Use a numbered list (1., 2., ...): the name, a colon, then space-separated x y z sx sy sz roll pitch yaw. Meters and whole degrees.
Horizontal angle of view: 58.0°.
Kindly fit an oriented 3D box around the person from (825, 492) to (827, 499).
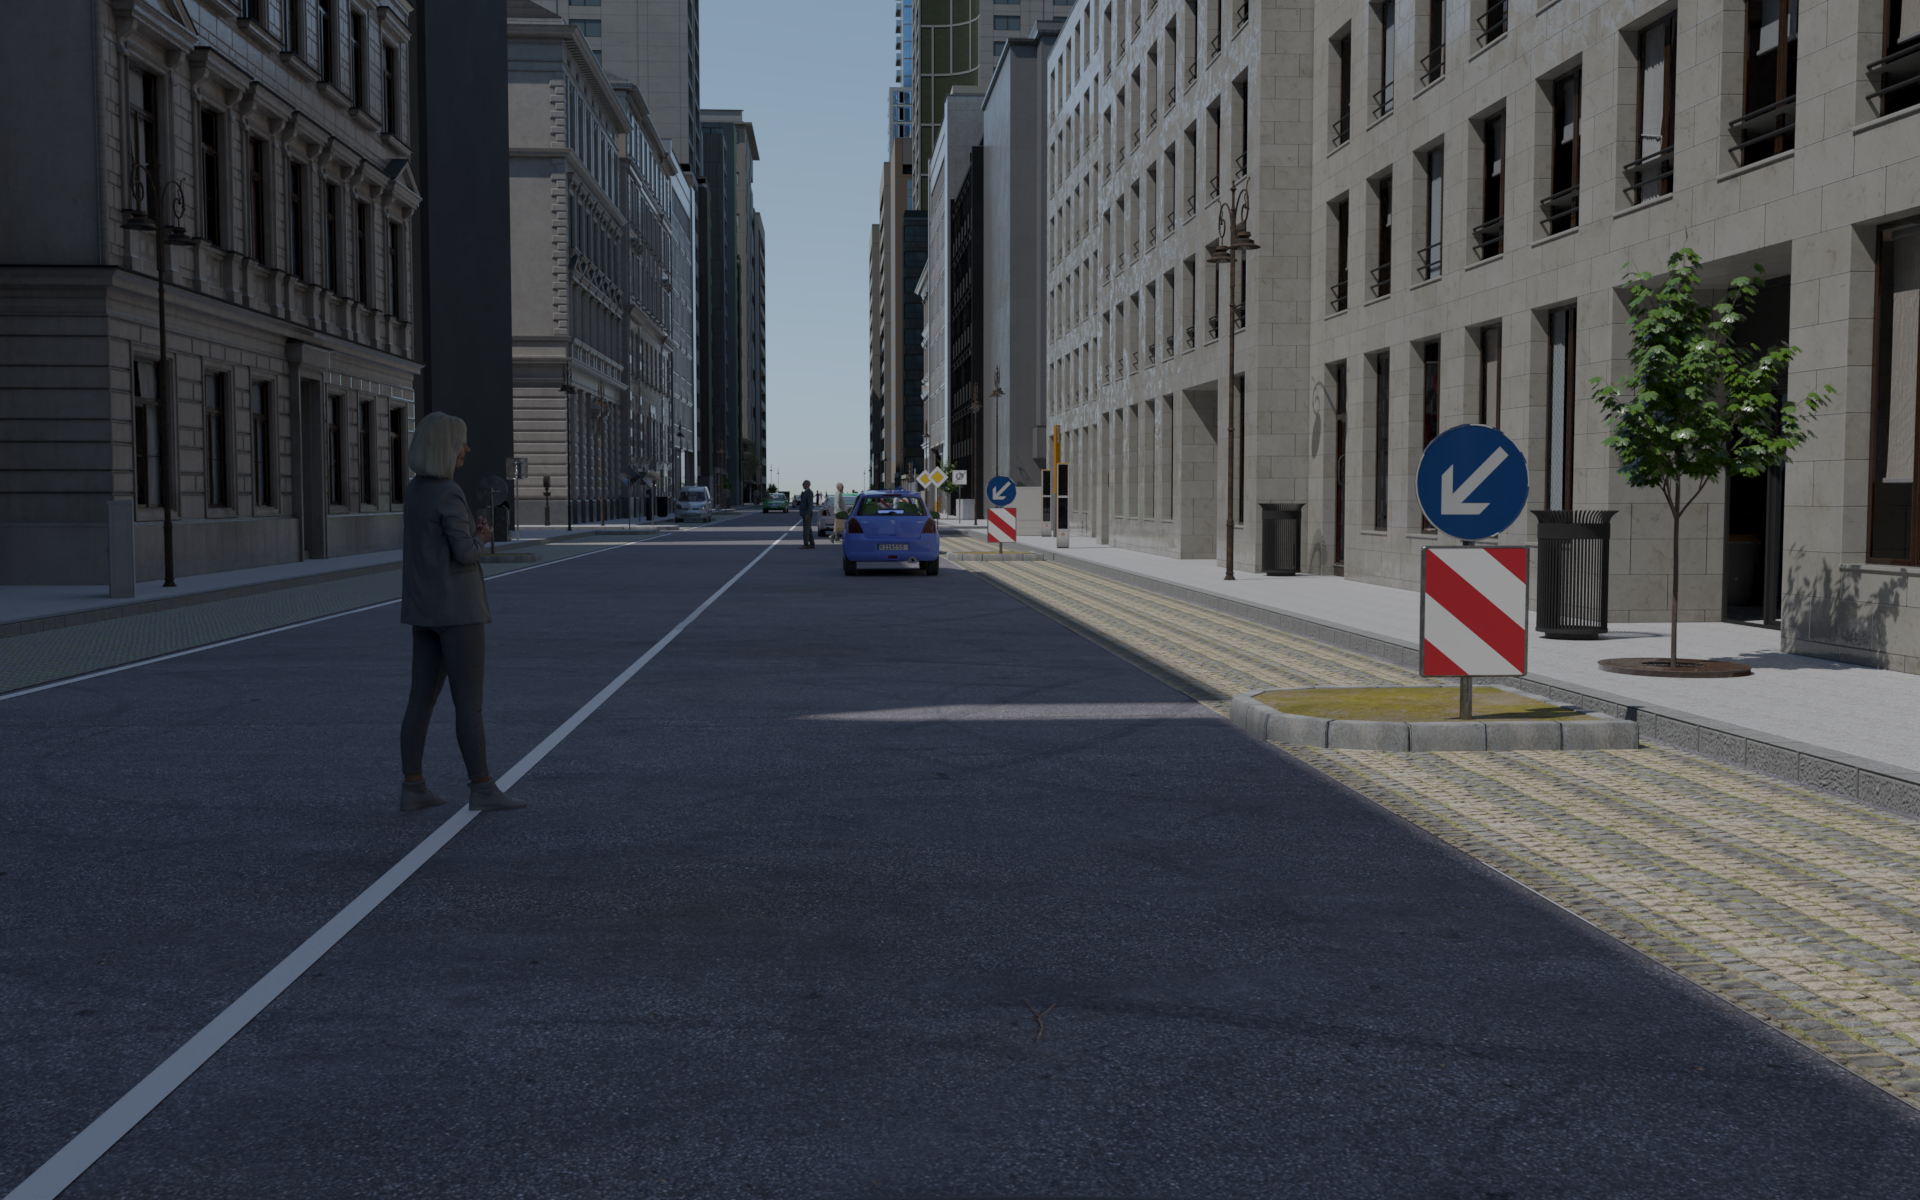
1. person: -19.616 -15.000 253.834 0.705 1.814 1.350 -1 4 -20

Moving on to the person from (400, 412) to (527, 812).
1. person: -2.320 0.046 7.939 0.526 1.800 0.537 -2 4 -32

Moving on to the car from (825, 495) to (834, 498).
1. car: -16.004 -12.545 217.467 2.083 1.381 4.827 0 4 -6

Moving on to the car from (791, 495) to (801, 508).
1. car: -16.864 -10.497 183.981 2.083 1.381 4.827 0 4 -4

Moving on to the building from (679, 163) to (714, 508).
1. building: -29.073 -23.163 150.414 14.160 30.474 14.107 0 4 -4

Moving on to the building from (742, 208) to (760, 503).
1. building: -37.620 -37.449 262.401 14.600 45.320 14.200 0 4 -4

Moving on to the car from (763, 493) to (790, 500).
1. car: -14.340 -7.717 135.210 2.155 1.783 4.494 0 4 -6

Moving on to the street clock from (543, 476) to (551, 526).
1. street clock: -16.631 -3.987 69.750 0.358 2.002 0.471 0 4 -5

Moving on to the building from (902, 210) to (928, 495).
1. building: 1.004 -24.877 178.441 14.160 30.474 14.107 0 4 -4

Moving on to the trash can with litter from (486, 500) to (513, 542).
1. trash can with litter: -12.423 -2.162 46.728 0.624 1.170 1.055 0 4 -5

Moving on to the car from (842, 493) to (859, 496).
1. car: -4.708 -4.142 76.517 1.959 1.807 4.718 0 4 -5

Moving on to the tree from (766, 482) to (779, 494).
1. tree: -29.506 -17.099 274.176 1.663 3.219 1.824 0 3 0

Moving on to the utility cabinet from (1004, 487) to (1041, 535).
1. utility cabinet: 1.951 -2.717 53.105 1.173 1.500 0.318 1 4 13

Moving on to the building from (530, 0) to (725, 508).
1. building: -33.328 -44.525 166.230 20.563 71.187 20.611 0 4 -4

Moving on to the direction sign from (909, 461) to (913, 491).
1. direction sign: -3.420 -7.864 120.568 0.379 3.537 0.876 -1 4 -21

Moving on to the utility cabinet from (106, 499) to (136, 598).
1. utility cabinet: -10.535 -0.647 21.743 0.306 1.237 1.020 -2 4 -25

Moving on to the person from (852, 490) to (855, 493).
1. person: -9.168 -8.626 149.532 0.705 1.824 1.348 -2 4 -25

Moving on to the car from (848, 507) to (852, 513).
1. car: -1.762 -1.981 41.983 1.945 1.707 3.694 0 4 -3

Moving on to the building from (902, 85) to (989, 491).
1. building: 10.841 -28.578 159.131 32.217 40.220 23.993 0 4 -4

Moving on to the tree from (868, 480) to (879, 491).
1. tree: -12.348 -15.382 246.099 1.663 3.219 1.824 0 3 0

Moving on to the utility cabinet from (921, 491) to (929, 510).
1. utility cabinet: -2.336 -6.491 114.800 0.318 1.500 1.173 1 4 13

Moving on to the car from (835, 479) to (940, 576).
1. car: -1.306 -1.353 31.712 1.945 1.707 3.694 0 4 -5

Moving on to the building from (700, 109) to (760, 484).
1. building: -42.544 -39.836 240.559 28.713 52.752 27.495 0 4 -4

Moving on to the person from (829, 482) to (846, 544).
1. person: -3.506 -2.489 49.679 0.515 1.767 0.782 0 4 -4

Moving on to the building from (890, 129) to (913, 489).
1. building: -1.332 -34.441 213.215 14.600 45.320 14.200 0 4 -4

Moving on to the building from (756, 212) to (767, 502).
1. building: -42.482 -40.135 279.910 21.300 48.544 21.600 0 4 -4

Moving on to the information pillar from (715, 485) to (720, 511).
1. information pillar: -18.791 -7.927 134.101 0.304 2.012 0.304 -1 4 -20

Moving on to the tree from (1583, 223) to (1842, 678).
1. tree: 5.060 -1.088 12.388 1.663 3.219 1.824 0 3 0

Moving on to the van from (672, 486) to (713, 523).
1. van: -13.432 -4.906 87.216 2.013 2.044 4.112 0 4 -5

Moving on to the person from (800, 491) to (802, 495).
1. person: -21.207 -13.666 232.070 1.348 1.807 0.705 -2 4 -32

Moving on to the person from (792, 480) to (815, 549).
1. person: -4.087 -2.246 45.397 0.590 1.801 0.661 -1 4 -17

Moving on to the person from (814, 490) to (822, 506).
1. person: -14.465 -10.224 175.643 1.348 1.826 0.705 3 5 39

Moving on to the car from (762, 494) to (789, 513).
1. car: -13.885 -7.442 130.470 1.959 1.807 4.718 0 4 -2

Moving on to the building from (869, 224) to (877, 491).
1. building: -4.425 -40.946 293.172 21.300 48.544 21.600 0 4 -4

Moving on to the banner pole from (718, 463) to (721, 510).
1. banner pole: -19.373 -9.149 139.606 0.401 3.779 0.863 1 4 12

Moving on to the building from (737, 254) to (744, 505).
1. building: -32.533 -26.190 199.903 14.160 30.474 14.107 0 4 -4

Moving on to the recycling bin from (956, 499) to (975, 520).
1. recycling bin: 0.276 -4.436 85.085 0.722 1.027 0.722 -2 4 -25

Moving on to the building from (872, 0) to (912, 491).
1. building: -2.055 -58.288 265.673 22.319 86.520 31.000 0 4 -4

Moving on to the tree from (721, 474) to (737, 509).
1. tree: -20.724 -9.663 152.584 1.663 3.219 1.824 0 3 0

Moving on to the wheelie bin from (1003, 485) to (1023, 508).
1. wheelie bin: 1.884 -3.142 59.273 0.980 1.594 0.693 -1 4 -21

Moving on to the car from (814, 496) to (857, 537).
1. car: -3.992 -2.900 59.771 2.083 1.381 4.827 0 4 -5

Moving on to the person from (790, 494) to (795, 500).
1. person: -18.219 -10.952 190.782 0.991 1.433 0.599 0 4 6

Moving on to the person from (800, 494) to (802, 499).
1. person: -15.611 -9.743 171.059 0.557 1.426 1.065 -1 4 -19

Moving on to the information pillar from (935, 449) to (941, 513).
1. information pillar: -1.139 -6.038 90.075 0.183 3.616 0.504 2 4 27

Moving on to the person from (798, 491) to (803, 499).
1. person: -15.947 -10.103 174.479 0.721 1.735 1.217 -3 4 -36

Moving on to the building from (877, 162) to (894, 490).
1. building: -0.193 -37.734 240.646 21.300 48.544 21.600 0 4 -4

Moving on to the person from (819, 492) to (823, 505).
1. person: -18.695 -13.650 232.342 0.551 1.740 0.621 -2 4 -34

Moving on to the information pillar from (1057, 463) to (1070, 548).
1. information pillar: 2.436 -2.230 40.950 0.304 2.012 0.304 0 4 3

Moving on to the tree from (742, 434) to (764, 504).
1. tree: -25.908 -16.080 213.268 4.360 8.622 3.978 0 3 0

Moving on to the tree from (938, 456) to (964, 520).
1. tree: -0.489 -5.667 87.262 1.663 3.219 1.824 0 3 0

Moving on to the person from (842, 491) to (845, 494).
1. person: -12.567 -10.771 184.478 0.709 1.838 0.599 1 4 14

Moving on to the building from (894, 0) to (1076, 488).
1. building: 3.134 -46.274 194.834 20.563 71.187 20.611 0 4 -4

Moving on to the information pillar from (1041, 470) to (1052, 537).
1. information pillar: 2.594 -2.905 51.995 0.304 2.012 0.304 0 4 -1

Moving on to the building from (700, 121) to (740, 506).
1. building: -31.112 -30.647 184.672 14.154 41.232 14.086 0 4 -4
